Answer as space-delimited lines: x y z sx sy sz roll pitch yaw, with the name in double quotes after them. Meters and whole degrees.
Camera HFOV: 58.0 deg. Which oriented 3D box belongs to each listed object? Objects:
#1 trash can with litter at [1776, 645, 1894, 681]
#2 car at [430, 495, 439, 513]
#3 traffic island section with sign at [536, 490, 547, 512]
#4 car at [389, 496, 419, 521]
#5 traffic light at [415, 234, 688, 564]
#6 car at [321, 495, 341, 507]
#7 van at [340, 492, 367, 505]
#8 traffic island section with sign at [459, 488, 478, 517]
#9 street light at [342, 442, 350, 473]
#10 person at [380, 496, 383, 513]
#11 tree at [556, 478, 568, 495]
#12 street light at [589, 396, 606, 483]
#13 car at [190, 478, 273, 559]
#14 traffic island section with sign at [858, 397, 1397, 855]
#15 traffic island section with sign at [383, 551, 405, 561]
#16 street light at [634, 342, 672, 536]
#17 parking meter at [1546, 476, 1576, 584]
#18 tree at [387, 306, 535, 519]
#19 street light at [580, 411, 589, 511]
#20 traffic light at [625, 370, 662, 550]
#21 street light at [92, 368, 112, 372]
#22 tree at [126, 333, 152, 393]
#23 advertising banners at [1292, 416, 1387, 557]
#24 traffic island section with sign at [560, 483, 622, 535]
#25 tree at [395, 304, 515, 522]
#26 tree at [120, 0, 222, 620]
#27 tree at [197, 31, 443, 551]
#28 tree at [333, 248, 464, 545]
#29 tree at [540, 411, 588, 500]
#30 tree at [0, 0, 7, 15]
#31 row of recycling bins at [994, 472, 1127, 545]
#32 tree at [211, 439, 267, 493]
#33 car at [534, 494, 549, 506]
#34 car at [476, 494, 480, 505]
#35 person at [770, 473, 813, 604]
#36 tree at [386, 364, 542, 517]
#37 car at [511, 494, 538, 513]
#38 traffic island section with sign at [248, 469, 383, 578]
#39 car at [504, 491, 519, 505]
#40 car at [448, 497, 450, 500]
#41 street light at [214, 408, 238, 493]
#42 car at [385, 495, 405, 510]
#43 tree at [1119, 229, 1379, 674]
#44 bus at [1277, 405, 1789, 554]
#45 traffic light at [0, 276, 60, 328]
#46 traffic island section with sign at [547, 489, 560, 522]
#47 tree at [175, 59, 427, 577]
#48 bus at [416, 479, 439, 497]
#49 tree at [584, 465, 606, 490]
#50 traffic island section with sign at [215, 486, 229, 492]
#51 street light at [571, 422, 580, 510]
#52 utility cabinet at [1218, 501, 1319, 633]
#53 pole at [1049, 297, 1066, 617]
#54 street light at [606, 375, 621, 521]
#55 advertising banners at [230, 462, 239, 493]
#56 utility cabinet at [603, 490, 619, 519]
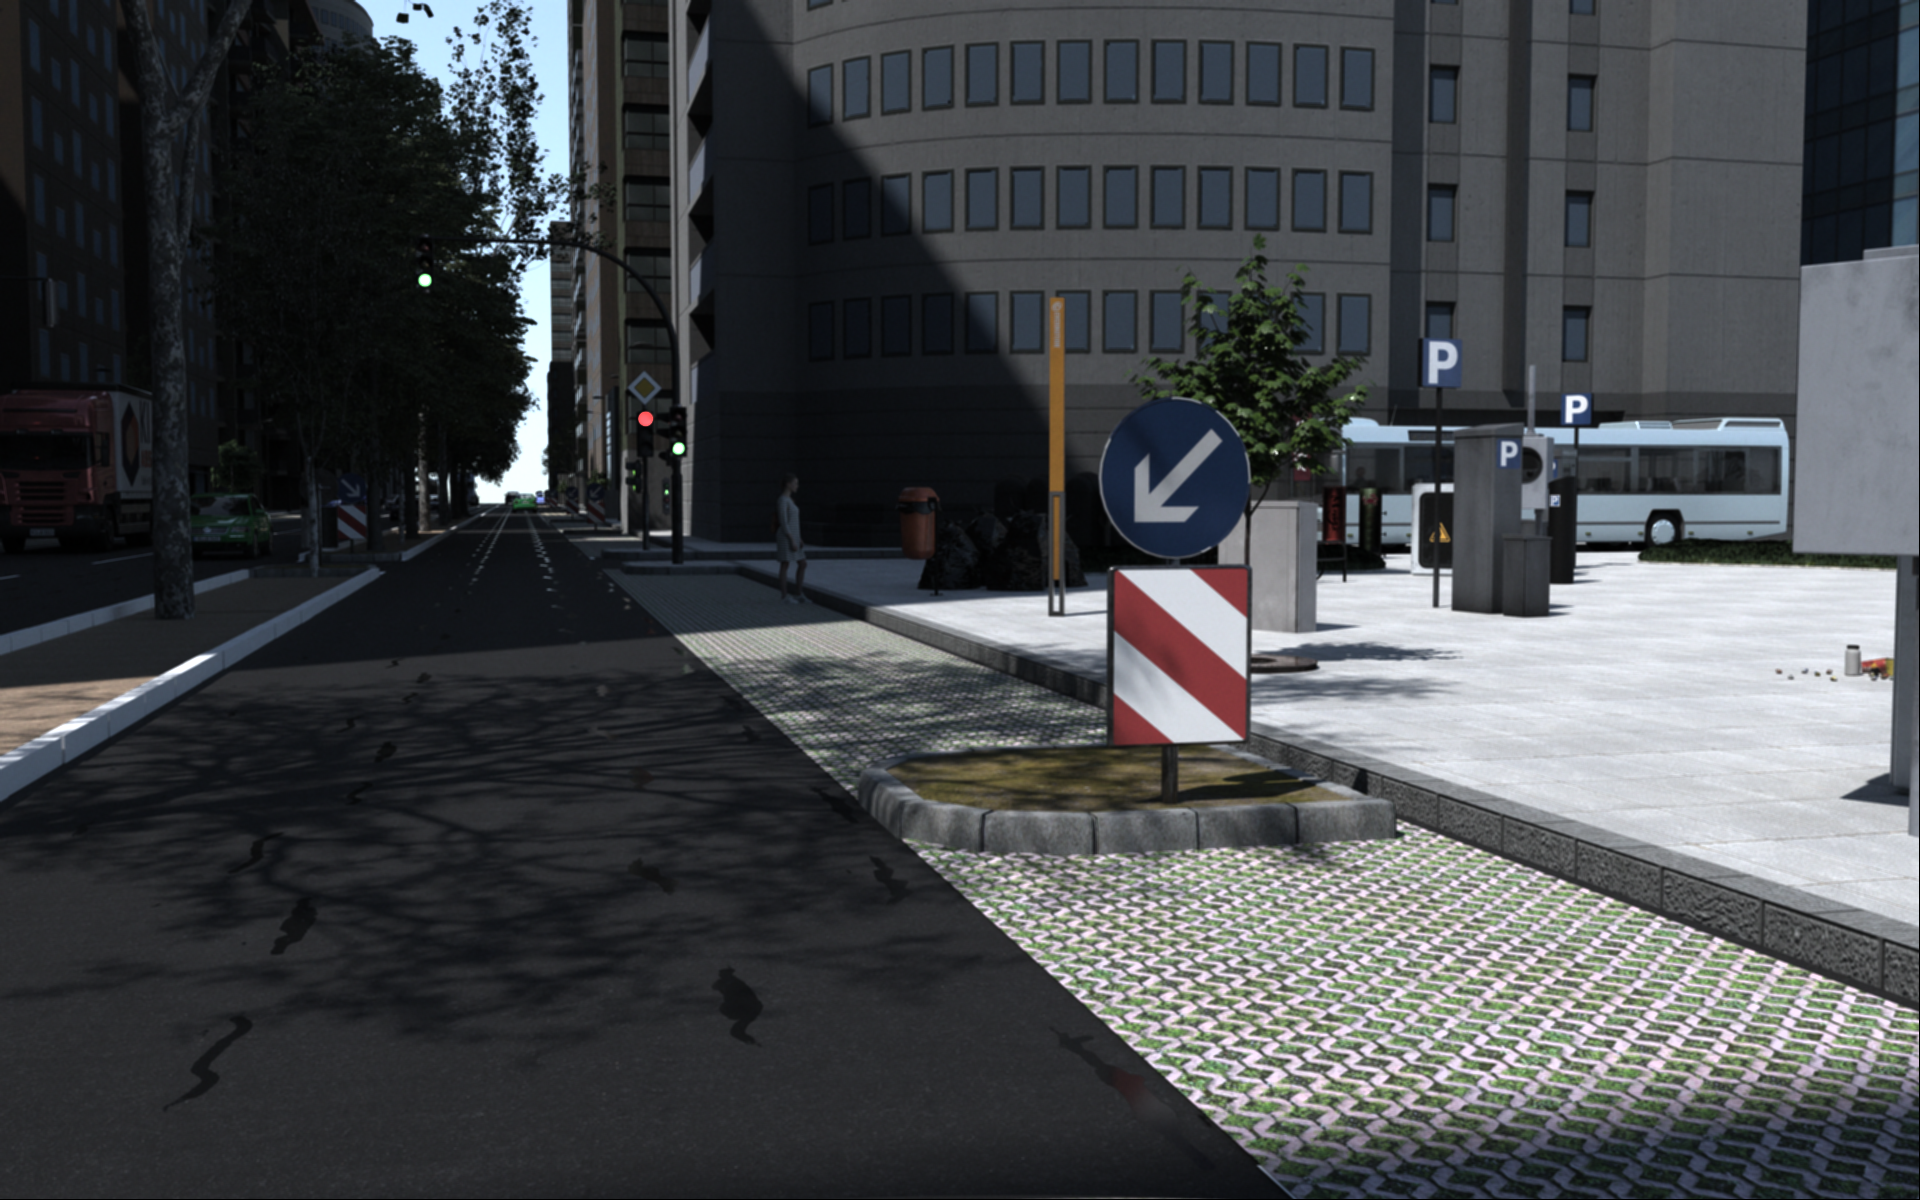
6.854 -0.034 11.620 1.678 1.210 2.233 -2 4 -27 "trash can with litter"
-40.724 -7.371 133.102 1.945 1.354 3.894 -1 4 -14 "car"
-31.960 -7.767 135.613 1.989 1.847 2.006 -1 4 -14 "traffic island section with sign"
-30.119 -5.014 94.558 1.945 1.354 3.894 -1 4 -13 "car"
-7.223 -3.450 31.069 4.771 5.953 1.251 -1 4 -14 "traffic light"
-46.555 -7.229 127.786 1.945 1.707 3.694 -1 4 -15 "car"
-42.381 -7.171 121.636 2.240 2.365 5.245 -1 4 -15 "van"
-31.739 -6.262 110.526 2.006 1.907 1.989 -1 4 -14 "traffic island section with sign"
-54.721 -11.016 152.657 1.470 5.913 1.316 -1 4 -14 "street light"
-43.997 -7.320 131.365 0.799 1.438 0.628 2 4 31 "person"
-46.434 -12.734 202.805 1.663 3.219 1.824 0 3 0 "tree"
-16.748 -6.725 82.492 1.470 5.913 1.316 -1 4 -14 "street light"
-16.736 -1.865 39.282 1.959 1.807 4.718 -1 4 -15 "car"
0.595 0.050 7.813 1.989 1.847 2.006 -1 4 -14 "traffic island section with sign"
-13.182 -1.809 37.706 2.006 1.907 1.989 -1 4 -14 "traffic island section with sign"
-9.288 -4.940 53.315 1.470 5.913 1.316 -1 4 -14 "street light"
8.588 -0.999 24.752 0.372 1.533 0.369 0 3 0 "parking meter"
-28.362 -11.490 96.977 9.857 13.997 8.962 0 3 0 "tree"
-20.352 -7.612 96.994 1.470 5.913 1.316 -1 4 -14 "street light"
-7.189 -3.091 39.461 0.839 4.253 0.868 -1 4 -14 "traffic light"
-32.022 -5.594 63.995 1.470 5.913 1.316 -1 4 -14 "street light"
-35.796 -7.584 74.353 4.737 8.622 4.395 0 3 0 "tree"
7.510 -2.349 34.593 2.074 3.025 0.090 2 4 34 "advertising banners"
-13.086 -3.236 61.543 1.989 1.847 2.006 -1 4 -14 "traffic island section with sign"
-26.097 -9.732 87.332 9.928 11.665 9.643 0 3 0 "tree"
-7.596 -9.806 18.682 12.611 20.169 13.585 0 3 0 "tree"
-14.313 -7.441 42.249 7.486 12.596 7.792 0 3 0 "tree"
-15.715 -5.847 48.411 4.737 8.622 4.395 0 3 0 "tree"
-43.617 -15.873 193.930 7.601 10.594 8.767 2 4 29 "tree"
-5.400 -5.668 5.505 12.009 13.543 11.850 0 3 0 "tree"
2.080 -1.555 32.543 3.534 1.692 1.069 3 5 39 "row of recycling bins"
-43.929 -7.381 104.388 4.285 4.588 4.351 0 3 0 "tree"
-51.288 -12.413 212.545 1.945 1.707 3.694 -1 4 -14 "car"
-65.215 -13.600 231.407 2.155 1.783 4.494 -1 4 -16 "car"
-2.218 -0.794 22.492 0.522 1.701 0.512 0 4 7 "person"
-30.658 -11.443 106.561 9.611 12.733 9.660 0 3 0 "tree"
-32.822 -7.446 130.545 1.959 1.807 4.718 -1 4 -15 "car"
-11.363 -1.369 30.525 2.006 1.907 1.989 -1 4 -14 "traffic island section with sign"
-59.503 -13.568 230.507 2.281 1.827 5.304 -1 4 -14 "car"
-70.973 -13.757 237.287 2.083 1.381 4.827 -1 4 -15 "car"
-39.475 -7.371 93.057 1.470 5.913 1.316 -1 4 -14 "street light"
-51.827 -8.995 159.429 2.083 1.381 4.827 -1 4 -13 "car"
2.250 -1.107 12.708 1.663 3.219 1.824 0 3 0 "tree"
13.234 -2.830 41.130 13.247 3.499 2.948 -1 4 -16 "bus"
-21.278 -3.746 35.908 4.771 5.953 1.251 -1 4 -14 "traffic light"
-19.784 -4.844 87.822 1.989 1.847 2.006 -1 4 -14 "traffic island section with sign"
-10.993 -4.672 29.208 4.360 8.622 3.978 0 3 0 "tree"
-62.952 -12.899 205.754 2.948 3.499 13.247 -1 4 -13 "bus"
-24.083 -7.360 114.939 1.663 3.219 1.824 0 3 0 "tree"
-35.546 -4.574 83.409 1.989 1.847 2.006 -1 4 -14 "traffic island section with sign"
-24.108 -8.516 111.781 1.470 5.913 1.316 -1 4 -14 "street light"
2.906 -0.320 16.396 0.306 1.237 1.020 -3 4 -38 "utility cabinet"
1.017 -1.484 18.107 0.158 3.312 0.155 0 3 0 "pole"
-12.943 -5.826 67.804 1.470 5.913 1.316 -1 4 -14 "street light"
-40.559 -6.159 96.895 0.090 3.025 2.074 -1 4 -12 "advertising banners"
-18.008 -4.952 89.643 0.318 1.500 1.173 1 4 22 "utility cabinet"
